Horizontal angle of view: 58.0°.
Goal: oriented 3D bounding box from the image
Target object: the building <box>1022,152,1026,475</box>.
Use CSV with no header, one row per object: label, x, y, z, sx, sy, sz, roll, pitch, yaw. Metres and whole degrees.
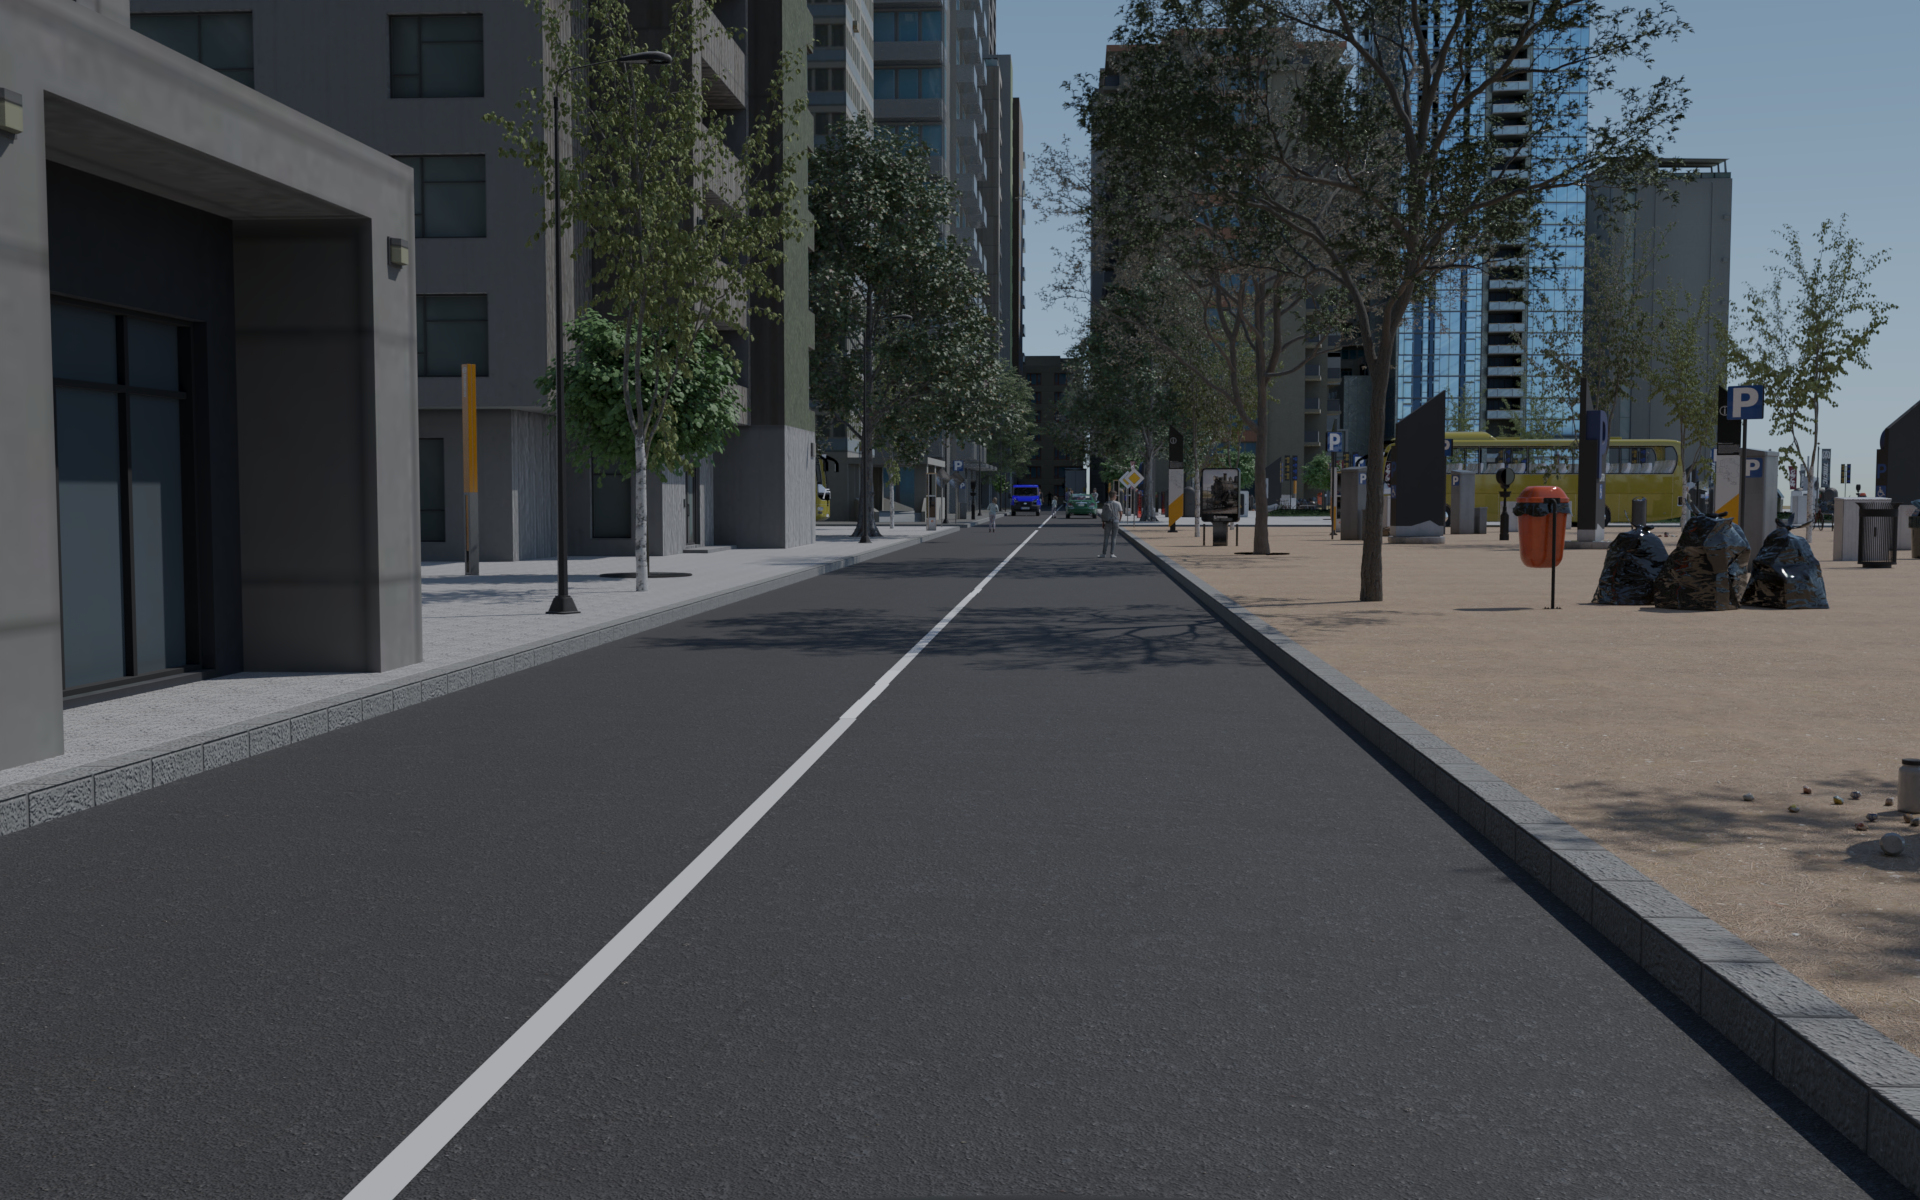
building,-7.276,-36.325,213.526,30.456,49.044,23.786,0,4,4

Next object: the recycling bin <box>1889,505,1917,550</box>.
recycling bin,21.718,-1.669,39.835,0.722,1.027,0.722,3,5,41

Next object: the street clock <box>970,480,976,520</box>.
street clock,0.661,-5.016,86.584,0.358,2.002,0.471,0,4,7

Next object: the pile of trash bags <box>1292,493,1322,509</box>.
pile of trash bags,27.643,-7.808,137.406,1.912,1.369,3.447,-2,4,-33

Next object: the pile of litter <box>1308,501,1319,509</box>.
pile of litter,21.928,-5.700,107.162,1.176,0.858,1.719,-3,4,-37

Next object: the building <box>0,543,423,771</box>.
building,-14.577,-34.798,7.207,20.563,71.187,20.611,0,4,4

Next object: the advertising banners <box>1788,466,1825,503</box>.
advertising banners,51.932,-6.737,106.341,2.074,3.025,0.090,2,4,34

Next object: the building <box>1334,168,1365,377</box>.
building,58.329,-37.694,240.003,21.600,48.544,21.300,0,4,4

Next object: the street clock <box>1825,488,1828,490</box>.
street clock,62.708,-7.384,125.300,0.358,2.002,0.471,1,4,14

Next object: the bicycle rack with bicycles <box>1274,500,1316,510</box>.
bicycle rack with bicycles,19.828,-5.516,103.575,2.852,0.926,2.925,3,5,45

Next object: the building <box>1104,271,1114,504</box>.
building,22.875,-25.600,190.265,14.160,30.474,14.107,0,4,4

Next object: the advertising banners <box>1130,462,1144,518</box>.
advertising banners,9.526,-5.851,91.844,0.090,3.025,2.074,3,4,36

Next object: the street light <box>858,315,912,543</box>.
street light,-1.940,-4.435,45.056,1.470,5.913,1.316,0,4,4

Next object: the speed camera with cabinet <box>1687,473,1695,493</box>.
speed camera with cabinet,58.997,-8.808,138.339,2.038,3.252,0.660,0,4,8

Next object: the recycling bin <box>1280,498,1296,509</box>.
recycling bin,20.608,-5.888,108.821,0.722,1.027,0.722,-3,5,-44

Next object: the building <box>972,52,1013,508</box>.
building,-2.508,-28.947,156.876,14.154,41.232,14.086,0,4,4

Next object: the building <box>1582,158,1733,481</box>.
building,84.816,-32.370,212.851,14.086,41.232,14.154,0,4,4

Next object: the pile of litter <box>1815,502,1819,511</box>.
pile of litter,51.119,-5.515,104.127,1.176,0.858,1.719,3,5,42

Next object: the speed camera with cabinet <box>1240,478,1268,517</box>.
speed camera with cabinet,15.989,-6.203,95.760,2.038,3.252,0.660,1,4,11

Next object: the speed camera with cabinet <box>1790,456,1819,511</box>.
speed camera with cabinet,43.630,-5.814,89.394,2.038,3.252,0.660,-3,5,-40

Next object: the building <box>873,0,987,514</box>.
building,-9.642,-30.664,120.971,23.786,49.044,30.456,0,4,4

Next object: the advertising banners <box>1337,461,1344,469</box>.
advertising banners,20.377,-5.713,89.588,2.074,3.025,0.090,1,4,8

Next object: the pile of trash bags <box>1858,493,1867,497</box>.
pile of trash bags,47.503,-5.036,92.088,3.447,1.369,1.912,1,4,12

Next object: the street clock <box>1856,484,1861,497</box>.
street clock,65.614,-7.460,126.546,0.358,2.002,0.471,1,4,12

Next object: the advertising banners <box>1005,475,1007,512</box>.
advertising banners,3.330,-7.965,126.409,0.090,3.025,2.074,0,3,0

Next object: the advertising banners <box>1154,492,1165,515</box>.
advertising banners,12.559,-6.769,106.868,0.090,3.025,2.074,-2,4,-30

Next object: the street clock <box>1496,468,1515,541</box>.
street clock,15.060,-2.648,47.871,0.471,2.002,0.358,-1,4,-19

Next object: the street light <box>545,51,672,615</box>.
street light,-3.723,-2.804,18.381,1.470,5.913,1.316,0,4,4

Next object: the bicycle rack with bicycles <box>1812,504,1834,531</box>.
bicycle rack with bicycles,30.929,-2.853,60.036,2.852,0.926,2.925,1,4,17

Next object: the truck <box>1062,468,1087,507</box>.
truck,12.871,-12.539,193.926,2.839,4.237,11.283,0,4,3

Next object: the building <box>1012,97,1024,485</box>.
building,-0.128,-33.174,192.499,14.600,45.320,14.200,0,4,4

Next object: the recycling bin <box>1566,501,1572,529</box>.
recycling bin,21.746,-3.086,63.008,0.722,1.027,0.722,-1,4,-10

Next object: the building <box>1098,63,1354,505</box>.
building,31.060,-37.958,209.858,28.713,52.752,27.495,0,4,4

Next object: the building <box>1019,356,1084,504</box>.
building,3.138,-24.621,247.590,28.899,21.520,27.650,0,4,4

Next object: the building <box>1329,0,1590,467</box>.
building,61.985,-54.864,209.701,31.000,86.520,22.319,0,4,4

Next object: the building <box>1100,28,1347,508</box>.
building,24.832,-31.400,168.008,22.147,44.769,28.867,0,4,4

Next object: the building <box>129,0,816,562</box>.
building,-11.230,-16.288,38.008,14.160,30.474,14.107,0,4,4

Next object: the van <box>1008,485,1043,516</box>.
van,4.351,-6.735,114.506,2.240,2.365,5.245,0,4,3

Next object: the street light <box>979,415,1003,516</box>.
street light,1.704,-7.878,101.349,1.470,5.913,1.316,0,4,4

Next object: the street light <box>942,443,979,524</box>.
street light,-0.068,-6.247,74.672,1.470,5.913,1.316,0,4,4

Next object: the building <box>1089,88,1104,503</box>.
building,32.422,-42.817,242.060,28.212,58.520,21.231,0,4,4

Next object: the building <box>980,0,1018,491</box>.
building,-4.579,-44.966,173.449,20.563,71.187,20.611,0,4,4

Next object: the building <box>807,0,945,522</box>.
building,-17.215,-24.136,86.501,32.217,40.220,23.993,0,4,4

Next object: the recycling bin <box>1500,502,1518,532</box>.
recycling bin,18.718,-2.816,58.595,0.722,1.027,0.722,0,4,2
